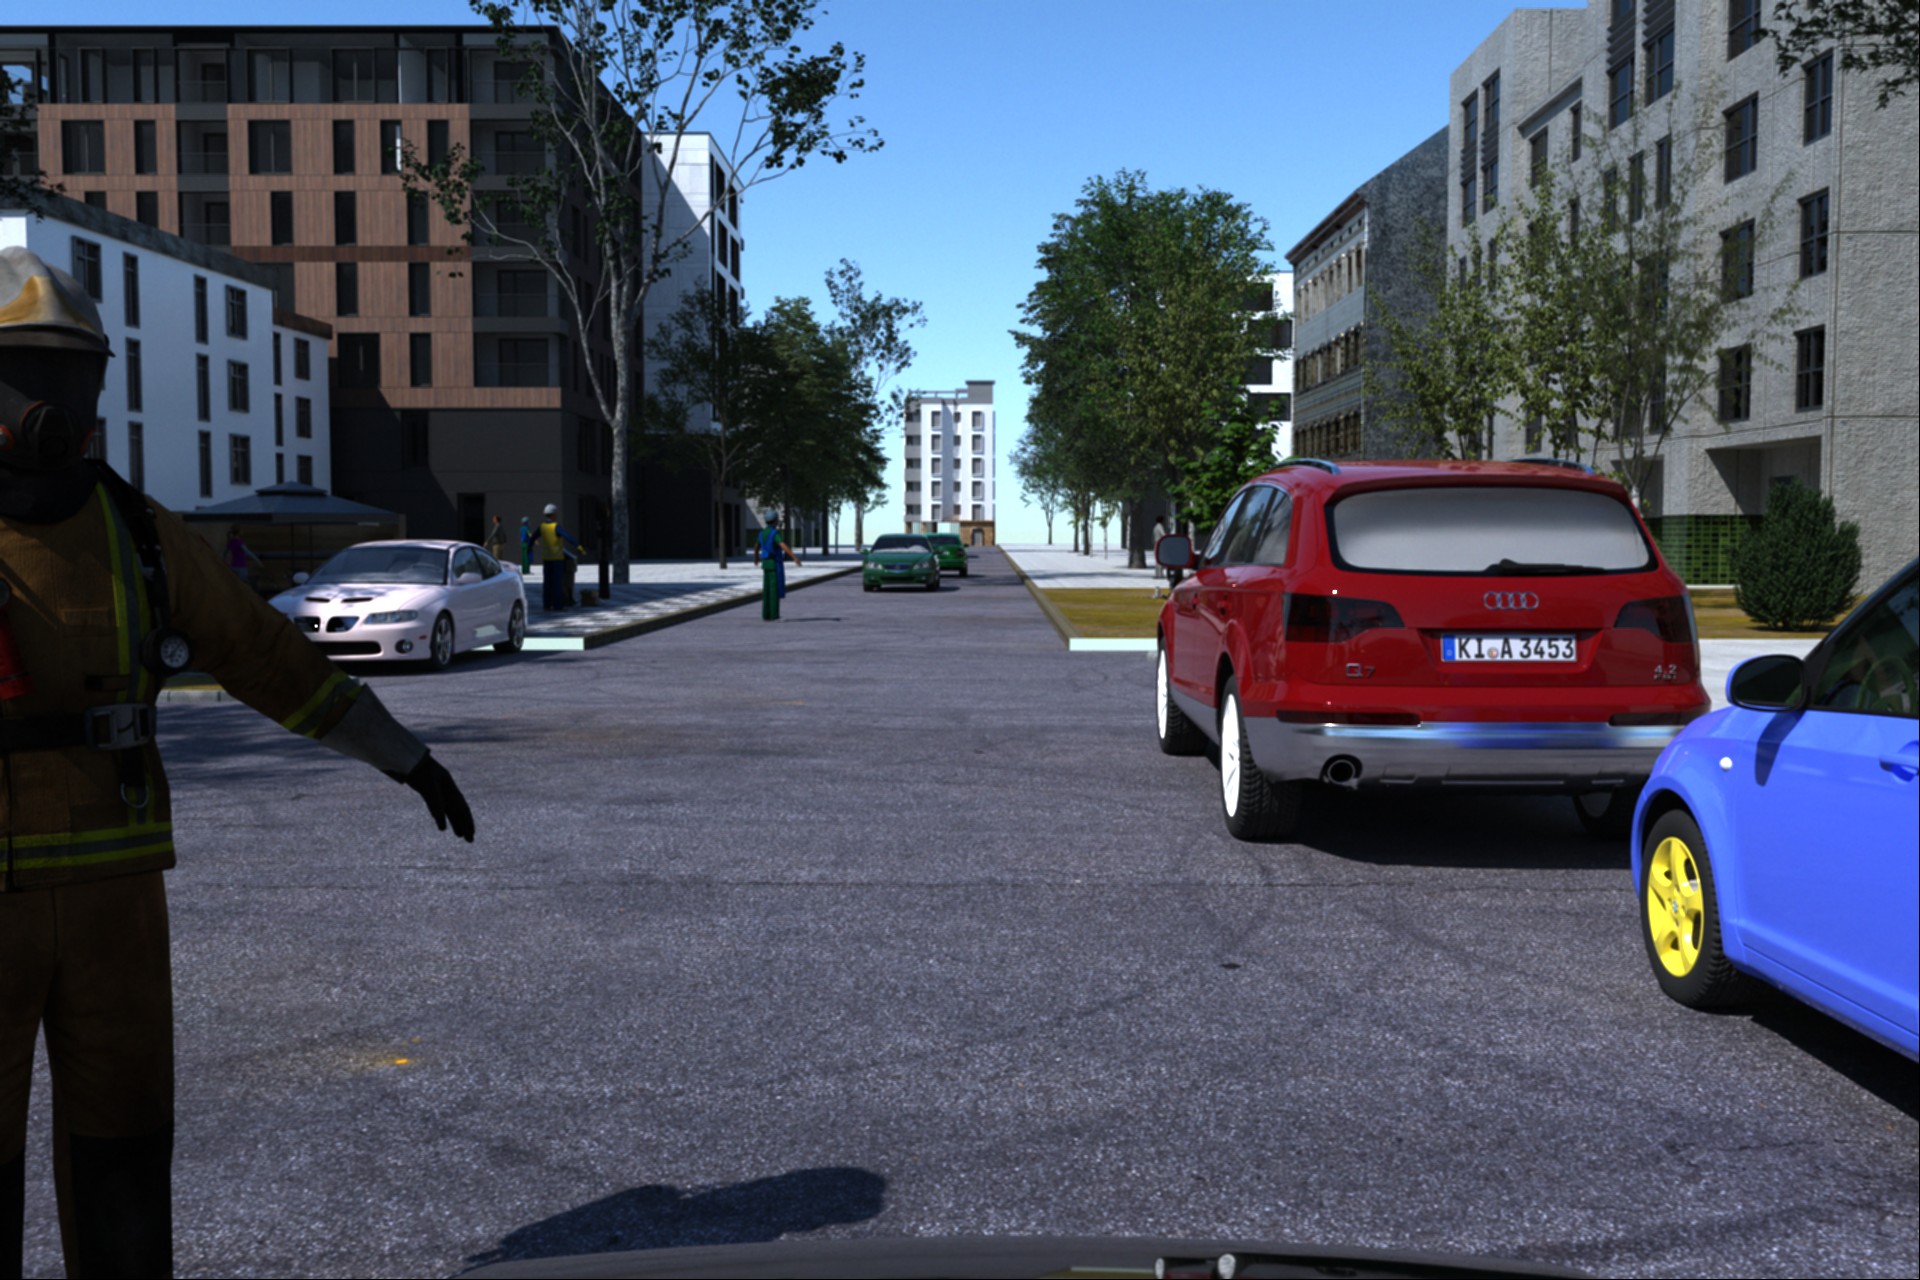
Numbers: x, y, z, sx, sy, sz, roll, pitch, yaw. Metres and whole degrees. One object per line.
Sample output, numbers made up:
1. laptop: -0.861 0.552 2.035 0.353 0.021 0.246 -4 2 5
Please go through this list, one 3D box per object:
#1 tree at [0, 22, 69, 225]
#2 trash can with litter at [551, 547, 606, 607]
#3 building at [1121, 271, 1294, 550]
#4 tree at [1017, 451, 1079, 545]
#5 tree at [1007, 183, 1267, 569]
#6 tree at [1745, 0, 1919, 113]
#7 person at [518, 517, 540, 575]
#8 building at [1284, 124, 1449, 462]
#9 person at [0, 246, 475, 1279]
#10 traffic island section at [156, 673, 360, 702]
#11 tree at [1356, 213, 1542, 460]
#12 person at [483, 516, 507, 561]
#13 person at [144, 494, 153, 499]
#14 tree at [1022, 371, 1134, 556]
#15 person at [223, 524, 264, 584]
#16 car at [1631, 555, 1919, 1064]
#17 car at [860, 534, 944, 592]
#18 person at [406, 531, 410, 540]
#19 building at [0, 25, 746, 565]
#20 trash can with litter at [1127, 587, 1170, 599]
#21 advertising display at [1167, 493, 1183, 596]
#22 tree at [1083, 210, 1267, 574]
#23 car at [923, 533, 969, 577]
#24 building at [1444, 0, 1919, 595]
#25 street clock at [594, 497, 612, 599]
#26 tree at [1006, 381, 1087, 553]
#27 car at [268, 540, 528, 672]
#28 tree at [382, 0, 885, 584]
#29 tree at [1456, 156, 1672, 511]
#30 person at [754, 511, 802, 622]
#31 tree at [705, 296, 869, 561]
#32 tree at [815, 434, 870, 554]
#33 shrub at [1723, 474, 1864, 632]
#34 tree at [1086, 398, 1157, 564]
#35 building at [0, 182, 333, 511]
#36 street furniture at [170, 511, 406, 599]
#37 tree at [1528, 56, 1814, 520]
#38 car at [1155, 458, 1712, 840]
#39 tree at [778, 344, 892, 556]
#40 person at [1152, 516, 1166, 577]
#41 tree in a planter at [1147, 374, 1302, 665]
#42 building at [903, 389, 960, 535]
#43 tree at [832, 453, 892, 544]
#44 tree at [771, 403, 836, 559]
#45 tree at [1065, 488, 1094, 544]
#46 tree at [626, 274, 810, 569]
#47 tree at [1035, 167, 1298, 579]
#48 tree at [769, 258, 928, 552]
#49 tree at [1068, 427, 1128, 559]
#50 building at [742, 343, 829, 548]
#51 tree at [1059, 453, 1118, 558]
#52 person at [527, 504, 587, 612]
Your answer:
1. tree: -12.619 -5.006 16.263 8.767 10.594 7.601 0 4 -7
2. trash can with litter: -6.832 -1.183 30.721 1.055 1.170 0.624 0 4 2
3. building: 27.899 -18.784 151.087 27.936 21.610 32.646 0 4 1
4. tree: 10.903 -17.472 211.415 9.928 11.665 9.643 0 3 0
5. tree: 6.607 -9.586 63.391 9.857 13.997 8.962 0 3 0
6. tree: 8.924 -4.657 10.560 7.601 10.594 8.767 -2 4 -25
7. person: -13.609 -2.957 54.470 0.704 1.817 1.347 -3 4 -39
8. building: 27.226 -15.546 85.112 19.493 23.208 18.063 0 4 1
9. person: -1.390 0.343 2.612 0.705 1.858 1.354 3 5 44
10. traffic island section: -6.642 0.432 15.802 1.991 0.108 1.994 0 4 1
11. tree: 11.226 -5.427 39.093 4.737 8.622 4.395 0 3 0
12. person: -13.117 -2.618 49.080 0.705 1.796 1.348 1 4 10
13. person: -11.417 -1.127 24.279 0.705 1.847 1.347 0 4 7
14. tree: 7.579 -10.893 103.862 9.928 11.665 9.643 0 3 0
15. person: -10.959 -1.050 26.436 0.991 1.433 0.599 2 4 34
16. car: 2.985 0.332 4.159 1.945 1.707 3.694 0 4 1
17. car: -1.468 -1.999 44.483 2.131 1.459 4.920 0 4 1
18. person: -17.962 -3.026 55.407 0.705 1.837 1.347 1 4 17
19. building: -26.667 -14.819 86.271 27.936 21.610 32.646 0 3 0
20. trash can with litter: 4.196 -1.407 34.066 1.678 1.210 2.233 0 4 0
21. advertising display: 3.147 -1.231 25.334 0.123 1.923 0.974 0 4 1
22. tree: 4.984 -5.396 38.593 4.737 8.622 4.395 0 3 0
23. car: -0.647 -3.062 58.862 1.959 1.807 4.718 0 4 0
24. building: 26.833 -11.301 51.225 16.747 18.905 31.486 0 4 1
25. street clock: -7.019 -1.807 34.109 0.358 2.002 0.471 0 4 0
26. tree: 8.249 -12.865 120.719 12.009 13.543 11.850 0 3 0
27. car: -6.276 -0.441 19.580 2.083 1.381 4.827 0 4 1
28. tree: -8.337 -11.575 45.148 12.611 20.169 13.585 0 3 0
29. tree: 11.839 -5.100 33.746 4.737 8.622 4.395 0 3 0
30. person: -3.046 -1.209 28.346 0.704 1.817 1.347 -3 4 -38
31. tree: -8.192 -10.055 82.528 7.486 12.596 7.792 0 3 0
32. tree: -8.047 -9.848 111.385 4.360 8.622 3.978 0 3 0
33. shrub: 11.028 -1.155 22.923 1.661 2.075 1.752 0 3 0
34. tree: 7.134 -7.505 73.064 4.737 8.622 4.395 0 3 0
35. building: -26.336 -6.941 55.633 9.099 9.664 28.070 0 4 2
36. street furniture: -15.685 -1.887 37.702 11.010 1.723 9.812 -1 4 -13
37. tree: 10.623 -4.730 27.706 4.360 8.622 3.978 0 3 0
38. car: 2.293 -0.060 9.654 2.281 1.827 5.304 0 4 1
39. tree: -7.929 -11.289 102.705 7.486 12.596 7.792 0 3 0
40. person: 5.779 -2.666 49.781 0.705 1.806 1.347 -1 4 -16
41. tree in a planter: 3.134 -1.356 19.389 1.991 3.239 1.994 0 3 0
42. building: -6.759 -21.945 217.674 11.380 20.090 16.016 0 4 5
43. tree: -12.331 -17.610 213.678 9.928 11.665 9.643 0 3 0
44. tree: -8.185 -8.561 90.340 4.737 8.622 4.395 0 3 0
45. tree: 15.284 -16.394 218.396 4.737 8.622 4.395 0 3 0
46. tree: -8.979 -7.873 63.142 7.601 10.594 8.767 -3 4 -38
47. tree: 6.006 -7.559 49.353 9.928 11.665 9.643 0 3 0
48. tree: -8.290 -16.271 121.912 12.611 20.169 13.585 0 3 0
49. tree: 7.457 -8.422 88.066 4.360 8.622 3.978 0 3 0
50. building: -23.161 -18.756 173.118 16.747 18.905 31.486 0 4 2
51. tree: 7.267 -8.836 94.832 4.737 8.622 4.395 0 3 0
52. person: -6.700 -1.359 28.691 1.216 1.772 0.721 2 4 26
